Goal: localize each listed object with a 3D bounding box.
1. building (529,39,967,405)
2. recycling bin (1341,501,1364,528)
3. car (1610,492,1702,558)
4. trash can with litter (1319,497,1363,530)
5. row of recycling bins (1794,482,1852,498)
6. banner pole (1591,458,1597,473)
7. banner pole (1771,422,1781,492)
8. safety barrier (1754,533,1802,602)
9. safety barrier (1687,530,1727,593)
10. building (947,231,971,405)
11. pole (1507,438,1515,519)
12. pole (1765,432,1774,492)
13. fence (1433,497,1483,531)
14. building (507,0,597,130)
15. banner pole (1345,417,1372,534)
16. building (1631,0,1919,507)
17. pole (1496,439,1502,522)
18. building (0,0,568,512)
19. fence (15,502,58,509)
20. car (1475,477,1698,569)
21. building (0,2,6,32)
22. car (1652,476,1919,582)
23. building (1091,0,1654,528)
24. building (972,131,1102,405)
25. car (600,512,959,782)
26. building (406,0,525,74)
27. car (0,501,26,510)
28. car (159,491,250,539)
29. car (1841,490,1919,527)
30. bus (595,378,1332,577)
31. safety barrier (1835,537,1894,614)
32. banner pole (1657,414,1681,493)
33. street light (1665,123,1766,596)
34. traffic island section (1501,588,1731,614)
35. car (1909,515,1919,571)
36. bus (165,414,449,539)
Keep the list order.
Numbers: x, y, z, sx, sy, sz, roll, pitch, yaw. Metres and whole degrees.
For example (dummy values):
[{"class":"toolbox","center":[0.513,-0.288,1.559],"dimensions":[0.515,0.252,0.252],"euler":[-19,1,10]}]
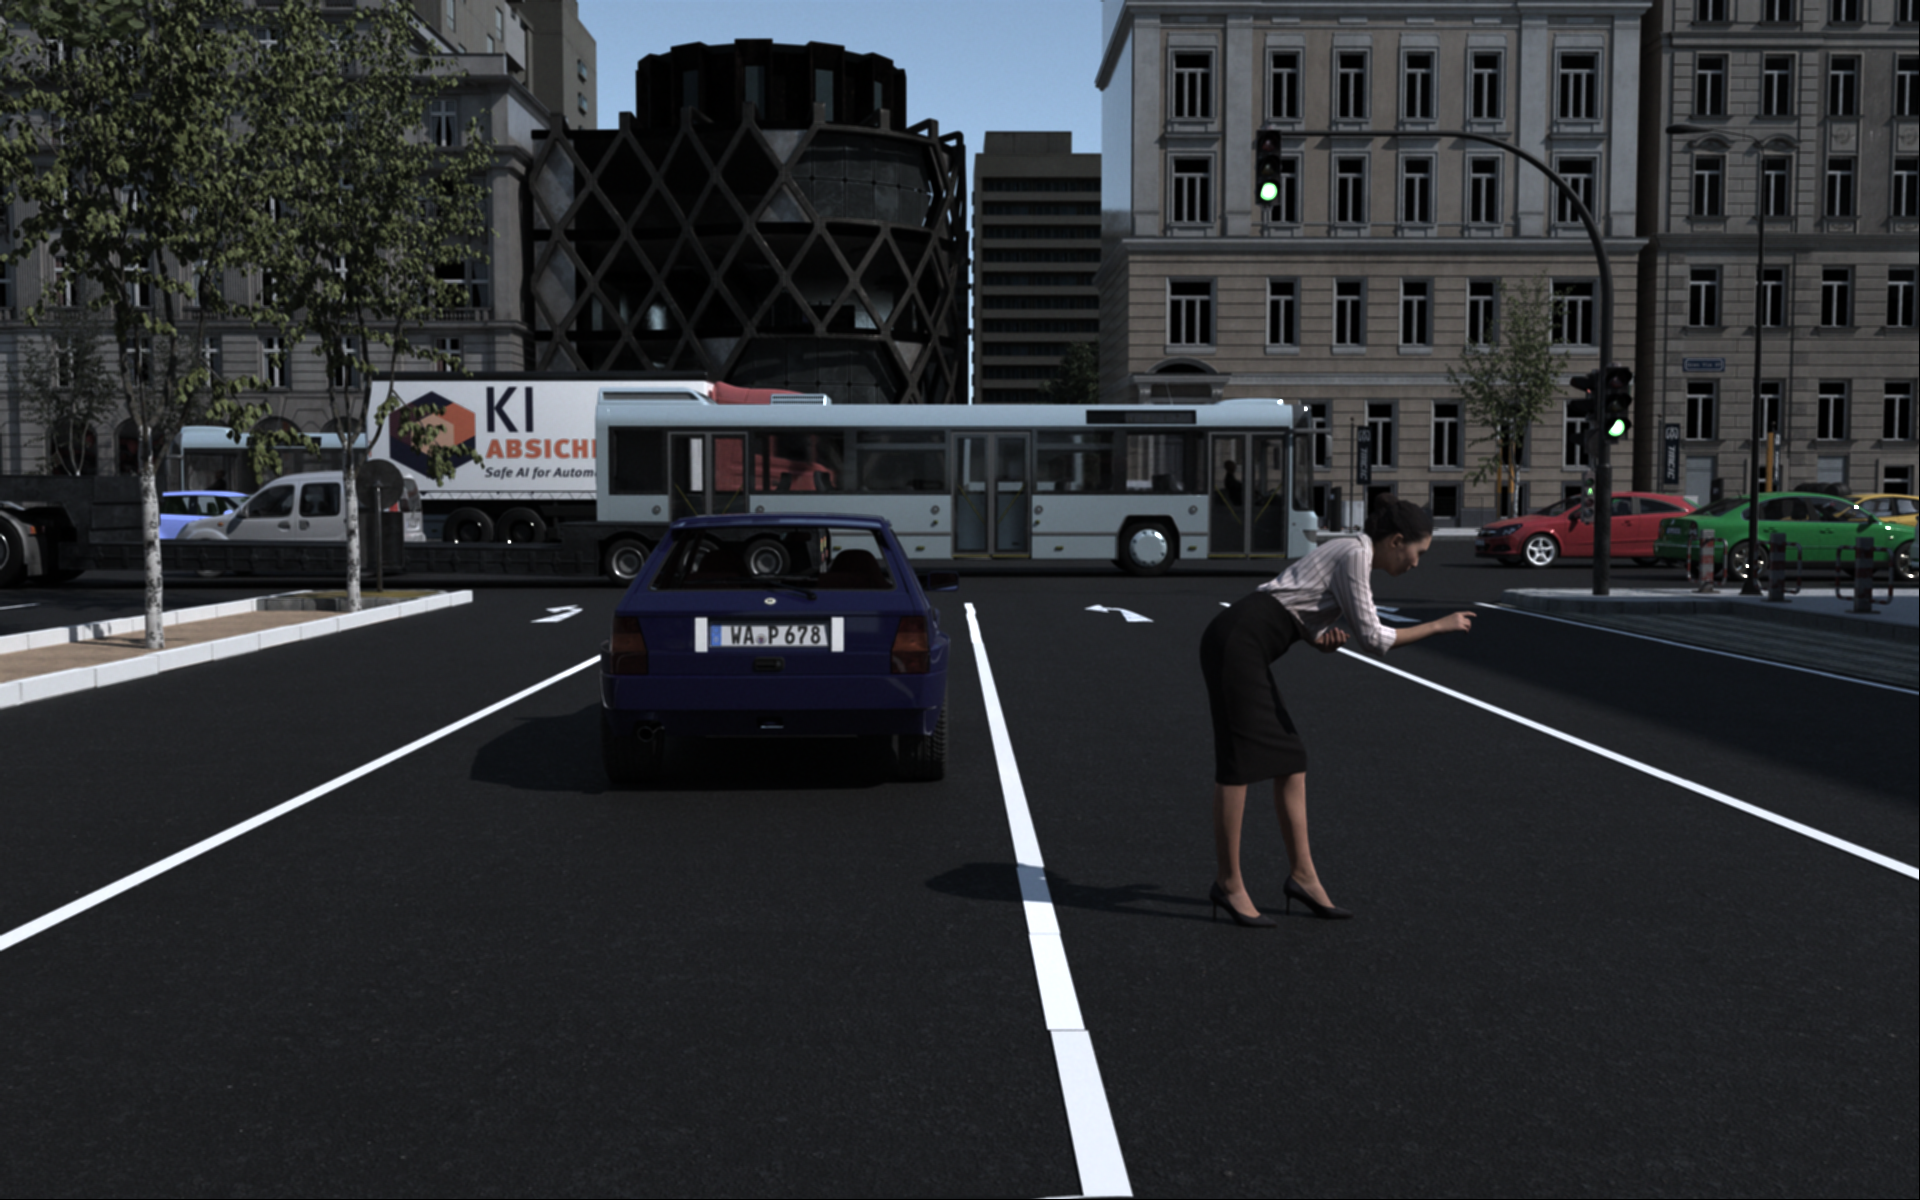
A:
[{"class":"building","center":[-8.146,-12.576,73.063],"dimensions":[16.811,18.784,16.820],"euler":[0,4,-1]},{"class":"recycling bin","center":[14.655,-3.193,64.756],"dimensions":[0.722,1.027,0.722],"euler":[0,4,1]},{"class":"car","center":[15.841,-1.867,39.319],"dimensions":[4.718,1.807,1.959],"euler":[0,4,1]},{"class":"trash can with litter","center":[13.975,-3.181,63.070],"dimensions":[2.233,1.210,1.678],"euler":[-2,4,-27]},{"class":"row of recycling bins","center":[30.883,-3.367,62.157],"dimensions":[1.069,1.692,3.534],"euler":[0,4,5]},{"class":"banner pole","center":[22.452,-4.363,61.355],"dimensions":[0.401,3.779,0.863],"euler":[0,4,5]},{"class":"banner pole","center":[28.278,-4.287,60.115],"dimensions":[0.863,3.779,0.401],"euler":[-3,5,-42]},{"class":"safety barrier","center":[9.706,-0.385,20.574],"dimensions":[0.300,0.817,1.120],"euler":[0,4,-1]},{"class":"safety barrier","center":[9.694,-0.502,22.490],"dimensions":[0.300,0.817,1.120],"euler":[0,4,-1]},{"class":"building","center":[-10.463,-33.499,239.584],"dimensions":[23.993,40.220,32.217],"euler":[0,4,-1]},{"class":"pole","center":[20.102,-4.240,63.169],"dimensions":[0.158,3.312,0.155],"euler":[0,3,0]},{"class":"pole","center":[26.798,-3.886,57.387],"dimensions":[0.158,3.312,0.155],"euler":[0,3,0]},{"class":"fence","center":[17.536,-3.050,61.078],"dimensions":[0.480,1.192,2.264],"euler":[-3,4,-36]},{"class":"building","center":[-45.648,-32.699,158.325],"dimensions":[21.600,48.544,21.300],"euler":[0,4,-1]},{"class":"banner pole","center":[12.961,-4.052,56.273],"dimensions":[0.863,3.779,0.401],"euler":[1,4,22]},{"class":"building","center":[38.583,-16.774,71.512],"dimensions":[25.104,27.353,12.463],"euler":[0,4,-1]},{"class":"pole","center":[20.120,-4.329,64.624],"dimensions":[0.158,3.312,0.155],"euler":[0,3,0]},{"class":"building","center":[-28.561,-14.018,71.001],"dimensions":[24.055,21.916,13.314],"euler":[0,4,-1]},{"class":"fence","center":[-32.498,-3.083,61.609],"dimensions":[0.480,1.192,2.264],"euler":[3,4,36]},{"class":"car","center":[12.410,-1.530,34.057],"dimensions":[4.494,1.783,2.155],"euler":[0,4,-1]},{"class":"building","center":[-52.362,-17.306,70.343],"dimensions":[23.554,28.519,14.401],"euler":[0,4,-1]},{"class":"car","center":[14.190,-1.242,29.100],"dimensions":[4.718,1.807,1.959],"euler":[0,4,-1]},{"class":"building","center":[15.972,-17.462,71.403],"dimensions":[20.117,28.700,13.634],"euler":[0,4,-1]},{"class":"building","center":[12.383,-37.360,234.534],"dimensions":[21.600,48.544,21.300],"euler":[0,4,-1]},{"class":"car","center":[-0.961,0.158,9.996],"dimensions":[1.945,1.354,3.894],"euler":[0,4,-2]},{"class":"building","center":[-48.450,-33.065,129.854],"dimensions":[28.713,52.752,27.495],"euler":[0,4,-1]},{"class":"car","center":[-18.668,-1.392,32.984],"dimensions":[3.980,1.641,2.015],"euler":[0,4,-1]},{"class":"car","center":[-14.898,-1.562,35.127],"dimensions":[3.694,1.707,1.945],"euler":[0,4,1]},{"class":"car","center":[21.129,-1.869,40.779],"dimensions":[3.980,1.641,2.015],"euler":[0,4,1]},{"class":"bus","center":[0.400,-2.199,30.811],"dimensions":[13.247,3.499,2.948],"euler":[0,4,-1]},{"class":"safety barrier","center":[9.726,-0.267,18.638],"dimensions":[0.300,0.817,1.120],"euler":[0,4,-1]},{"class":"banner pole","center":[22.011,-3.913,53.987],"dimensions":[0.863,3.779,0.401],"euler":[0,4,0]},{"class":"street light","center":[9.538,-3.017,21.873],"dimensions":[1.470,5.913,1.316],"euler":[0,4,-1]},{"class":"traffic island section","center":[8.142,0.018,21.986],"dimensions":[2.009,0.180,2.903],"euler":[0,4,-1]},{"class":"car","center":[17.051,-0.848,26.227],"dimensions":[4.827,1.381,2.083],"euler":[0,4,1]},{"class":"bus","center":[-14.270,-3.049,44.705],"dimensions":[13.247,3.499,2.948],"euler":[0,4,1]}]
